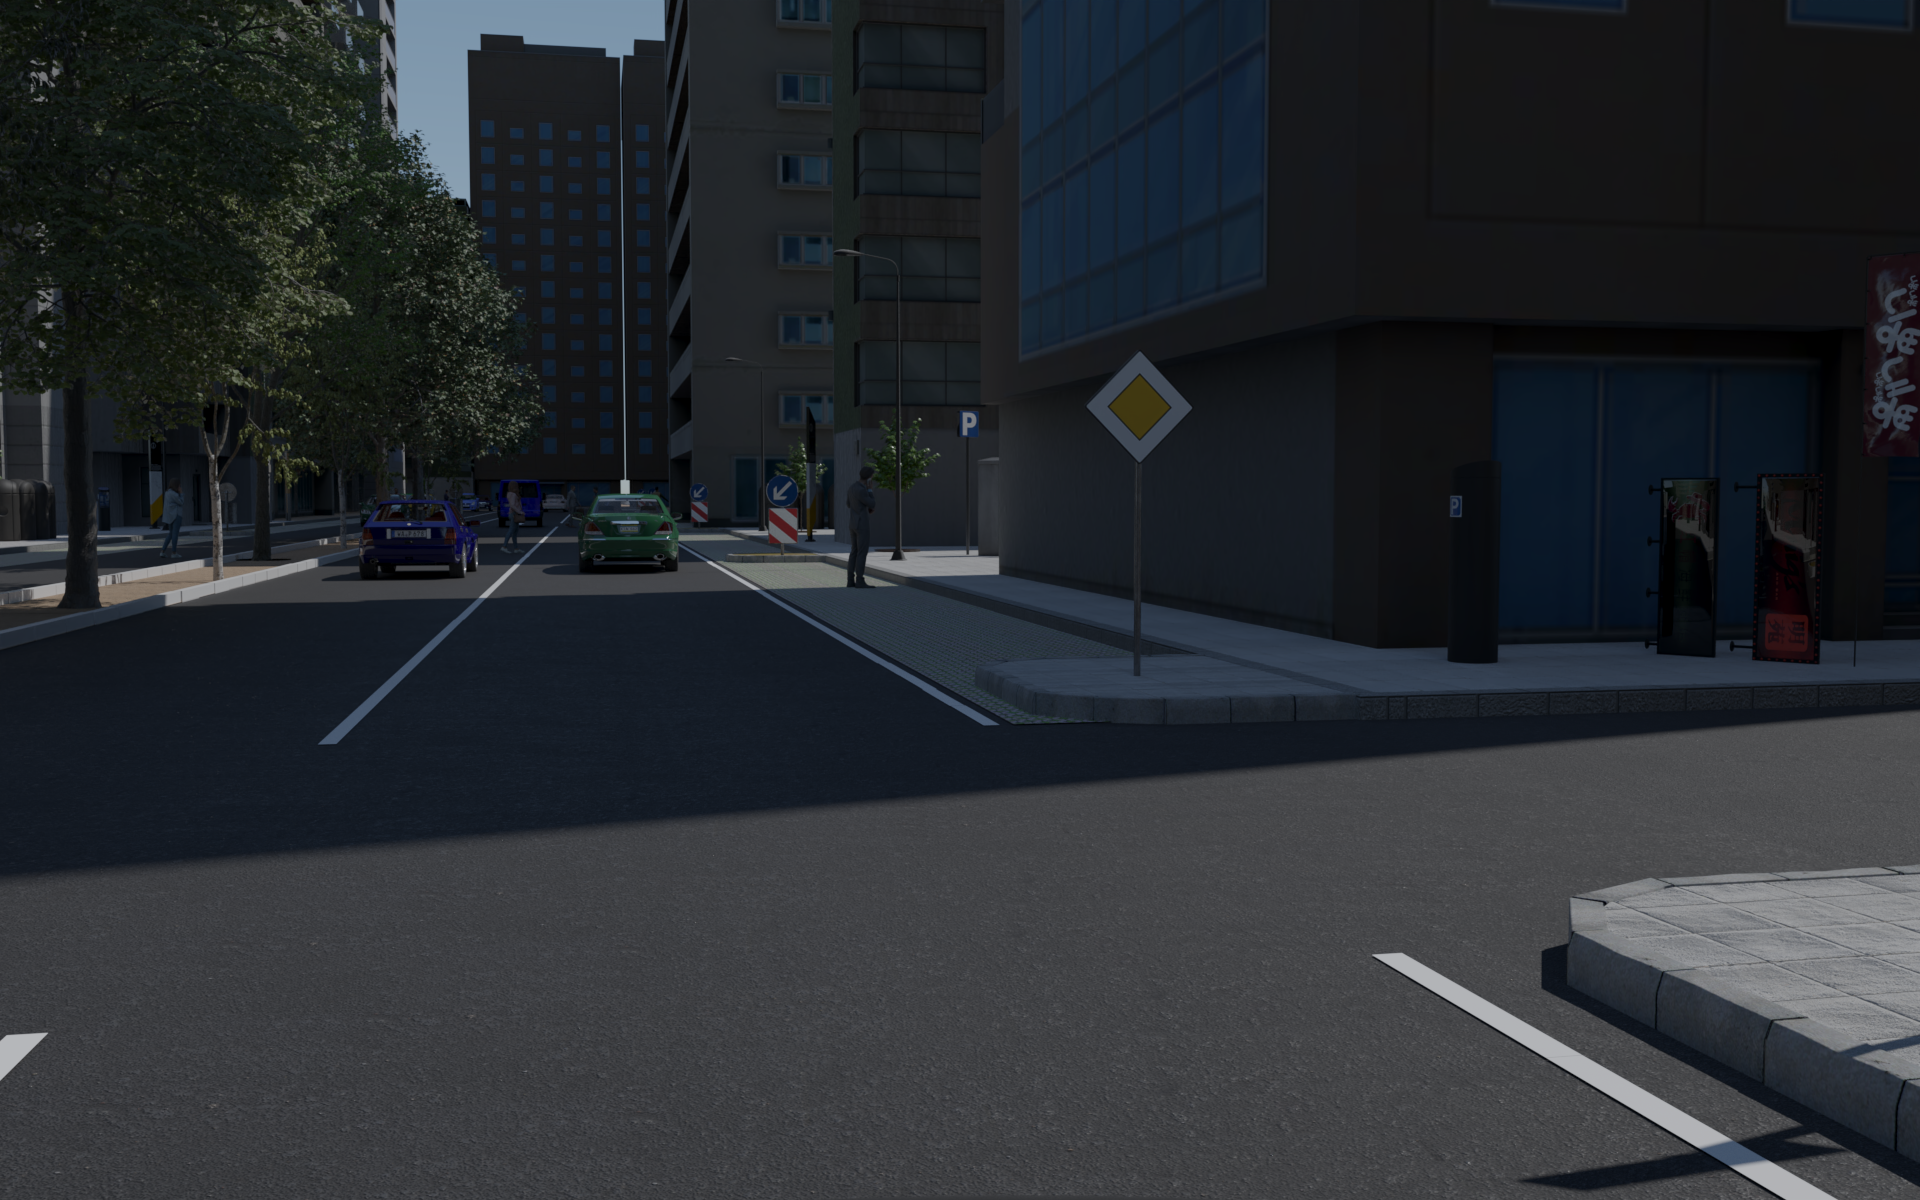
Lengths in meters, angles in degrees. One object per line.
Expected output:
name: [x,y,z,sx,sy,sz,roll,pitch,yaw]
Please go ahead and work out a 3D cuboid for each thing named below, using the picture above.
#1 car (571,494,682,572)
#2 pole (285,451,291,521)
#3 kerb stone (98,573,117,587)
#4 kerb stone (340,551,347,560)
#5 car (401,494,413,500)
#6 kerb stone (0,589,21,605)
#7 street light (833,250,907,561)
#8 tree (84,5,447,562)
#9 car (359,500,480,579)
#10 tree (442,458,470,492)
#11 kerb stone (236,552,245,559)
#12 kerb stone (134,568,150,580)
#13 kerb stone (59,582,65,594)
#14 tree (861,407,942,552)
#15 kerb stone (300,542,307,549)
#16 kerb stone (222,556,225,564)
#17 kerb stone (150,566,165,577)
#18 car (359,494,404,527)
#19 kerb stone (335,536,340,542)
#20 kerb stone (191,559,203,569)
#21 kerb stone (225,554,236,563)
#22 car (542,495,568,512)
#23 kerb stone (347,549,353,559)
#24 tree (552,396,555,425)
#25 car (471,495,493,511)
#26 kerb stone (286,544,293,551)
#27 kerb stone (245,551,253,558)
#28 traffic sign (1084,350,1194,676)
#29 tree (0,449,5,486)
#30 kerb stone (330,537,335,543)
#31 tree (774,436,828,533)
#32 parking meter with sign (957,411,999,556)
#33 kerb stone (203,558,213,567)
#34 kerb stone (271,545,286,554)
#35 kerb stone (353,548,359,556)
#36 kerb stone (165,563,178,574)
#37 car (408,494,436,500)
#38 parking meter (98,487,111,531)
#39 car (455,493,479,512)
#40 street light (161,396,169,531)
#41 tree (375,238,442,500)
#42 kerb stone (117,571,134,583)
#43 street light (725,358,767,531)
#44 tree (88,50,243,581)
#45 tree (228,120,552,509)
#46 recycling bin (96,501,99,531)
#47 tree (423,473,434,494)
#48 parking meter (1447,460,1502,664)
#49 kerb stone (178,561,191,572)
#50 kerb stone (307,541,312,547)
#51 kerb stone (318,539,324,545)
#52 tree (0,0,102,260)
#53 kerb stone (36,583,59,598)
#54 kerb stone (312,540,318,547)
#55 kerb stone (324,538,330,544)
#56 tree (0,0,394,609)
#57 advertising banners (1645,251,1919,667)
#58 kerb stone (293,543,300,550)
car: [-6.386,-1.314,33.280,2.131,1.459,4.920,-1,4,-11]
pole: [-31.951,-5.411,82.313,0.158,3.312,0.155,0,3,0]
kerb stone: [-13.376,-0.291,26.983,0.120,0.150,1.000,-1,4,-12]
kerb stone: [-13.451,-0.932,37.441,0.120,0.150,1.000,-1,4,-12]
car: [-38.174,-6.753,119.215,1.959,1.807,4.718,-1,4,-13]
kerb stone: [-12.511,-0.047,22.963,0.120,0.150,1.000,-1,4,-12]
street light: [-1.722,-3.709,33.181,1.470,5.913,1.316,-1,4,-12]
tree: [-14.801,-6.630,36.616,9.928,11.665,9.643,0,3,0]
car: [-9.534,-1.106,30.665,1.945,1.354,3.894,-1,4,-11]
tree: [-21.287,-7.118,69.194,4.737,8.622,4.395,0,3,0]
kerb stone: [-15.504,-0.898,37.010,0.120,0.150,1.000,-1,4,-12]
kerb stone: [-13.795,-0.415,28.996,0.120,0.150,1.000,-1,4,-12]
kerb stone: [-12.944,-0.164,24.971,0.120,0.150,1.000,-1,4,-12]
tree: [-1.465,-2.693,38.639,1.663,3.219,1.824,0,3,0]
kerb stone: [-17.208,-1.398,45.048,0.120,0.150,1.000,-1,4,-12]
kerb stone: [-15.070,-0.780,35.012,0.120,0.150,1.000,-1,4,-12]
kerb stone: [-14.008,-0.477,29.996,0.120,0.150,1.000,-1,4,-12]
car: [-25.747,-4.028,77.660,2.131,1.459,4.920,-1,4,-12]
kerb stone: [-18.478,-1.760,51.057,0.120,0.150,1.000,-1,4,-12]
kerb stone: [-14.647,-0.661,33.005,0.120,0.150,1.000,-1,4,-12]
kerb stone: [-15.283,-0.839,36.012,0.120,0.150,1.000,-1,4,-12]
car: [-32.212,-7.678,137.902,2.083,1.381,4.827,-1,4,-10]
kerb stone: [-13.661,-0.987,38.441,0.120,0.150,1.000,-1,4,-12]
tree: [-19.500,-8.719,62.026,9.611,12.733,9.660,0,3,0]
car: [-40.738,-8.255,147.548,1.945,1.354,3.894,-1,4,-13]
kerb stone: [-16.780,-1.274,43.025,0.120,0.150,1.000,-1,4,-12]
kerb stone: [-15.709,-0.967,38.015,0.120,0.150,1.000,-1,4,-12]
traffic sign: [1.246,-0.520,12.152,0.795,2.450,0.064,-1,4,-12]
tree: [-33.800,-4.048,60.781,1.663,3.219,1.824,0,3,0]
kerb stone: [-18.277,-1.704,50.054,0.120,0.150,1.000,-1,4,-12]
tree: [-5.429,-3.862,57.747,1.663,3.219,1.824,0,3,0]
parking meter with sign: [0.730,-2.422,35.856,0.543,3.016,1.738,-3,5,-43]
kerb stone: [-14.860,-0.722,34.011,0.120,0.150,1.000,-1,4,-12]
kerb stone: [-16.562,-1.213,42.023,0.120,0.150,1.000,-1,4,-12]
kerb stone: [-13.878,-1.055,39.440,0.120,0.150,1.000,-1,4,-12]
kerb stone: [-14.221,-0.534,30.999,0.120,0.150,1.000,-1,4,-12]
car: [-31.352,-5.544,100.865,2.015,1.641,3.980,-1,4,-10]
parking meter: [-29.666,-3.157,60.030,0.372,1.533,0.369,0,3,0]
car: [-39.687,-7.945,139.490,1.945,1.707,3.694,-1,4,-12]
street light: [-27.365,-5.401,60.841,1.470,5.913,1.316,-1,4,-12]
tree: [-15.994,-5.620,44.713,4.737,8.622,4.395,0,3,0]
kerb stone: [-13.578,-0.353,27.990,0.120,0.150,1.000,-1,4,-12]
street light: [-7.309,-5.306,59.302,1.470,5.913,1.316,-1,4,-12]
tree: [-12.107,-4.598,27.996,4.737,8.622,4.395,0,3,0]
tree: [-17.567,-8.131,52.413,9.611,12.733,9.660,0,3,0]
recycling bin: [-30.537,-2.971,61.131,0.722,1.027,0.722,-1,4,-17]
tree: [-48.714,-9.970,157.606,1.663,3.219,1.824,0,3,0]
parking meter: [3.926,-0.294,13.222,0.372,1.533,0.369,0,3,0]
kerb stone: [-14.433,-0.600,32.003,0.120,0.150,1.000,-1,4,-12]
kerb stone: [-17.428,-1.459,46.046,0.120,0.150,1.000,-1,4,-12]
kerb stone: [-17.847,-1.582,48.055,0.120,0.150,1.000,-1,4,-12]
tree: [-9.970,-3.829,15.430,4.360,8.622,3.978,0,3,0]
kerb stone: [-12.724,-0.104,23.964,0.120,0.150,1.000,-1,4,-12]
kerb stone: [-17.637,-1.520,47.047,0.120,0.150,1.000,-1,4,-12]
kerb stone: [-18.063,-1.643,49.054,0.120,0.150,1.000,-1,4,-12]
tree: [-11.196,-6.186,21.722,7.486,12.596,7.792,0,3,0]
advertising banners: [6.271,-1.036,13.129,2.074,3.025,0.090,3,5,44]
kerb stone: [-16.992,-1.336,44.034,0.120,0.150,1.000,-1,4,-12]
